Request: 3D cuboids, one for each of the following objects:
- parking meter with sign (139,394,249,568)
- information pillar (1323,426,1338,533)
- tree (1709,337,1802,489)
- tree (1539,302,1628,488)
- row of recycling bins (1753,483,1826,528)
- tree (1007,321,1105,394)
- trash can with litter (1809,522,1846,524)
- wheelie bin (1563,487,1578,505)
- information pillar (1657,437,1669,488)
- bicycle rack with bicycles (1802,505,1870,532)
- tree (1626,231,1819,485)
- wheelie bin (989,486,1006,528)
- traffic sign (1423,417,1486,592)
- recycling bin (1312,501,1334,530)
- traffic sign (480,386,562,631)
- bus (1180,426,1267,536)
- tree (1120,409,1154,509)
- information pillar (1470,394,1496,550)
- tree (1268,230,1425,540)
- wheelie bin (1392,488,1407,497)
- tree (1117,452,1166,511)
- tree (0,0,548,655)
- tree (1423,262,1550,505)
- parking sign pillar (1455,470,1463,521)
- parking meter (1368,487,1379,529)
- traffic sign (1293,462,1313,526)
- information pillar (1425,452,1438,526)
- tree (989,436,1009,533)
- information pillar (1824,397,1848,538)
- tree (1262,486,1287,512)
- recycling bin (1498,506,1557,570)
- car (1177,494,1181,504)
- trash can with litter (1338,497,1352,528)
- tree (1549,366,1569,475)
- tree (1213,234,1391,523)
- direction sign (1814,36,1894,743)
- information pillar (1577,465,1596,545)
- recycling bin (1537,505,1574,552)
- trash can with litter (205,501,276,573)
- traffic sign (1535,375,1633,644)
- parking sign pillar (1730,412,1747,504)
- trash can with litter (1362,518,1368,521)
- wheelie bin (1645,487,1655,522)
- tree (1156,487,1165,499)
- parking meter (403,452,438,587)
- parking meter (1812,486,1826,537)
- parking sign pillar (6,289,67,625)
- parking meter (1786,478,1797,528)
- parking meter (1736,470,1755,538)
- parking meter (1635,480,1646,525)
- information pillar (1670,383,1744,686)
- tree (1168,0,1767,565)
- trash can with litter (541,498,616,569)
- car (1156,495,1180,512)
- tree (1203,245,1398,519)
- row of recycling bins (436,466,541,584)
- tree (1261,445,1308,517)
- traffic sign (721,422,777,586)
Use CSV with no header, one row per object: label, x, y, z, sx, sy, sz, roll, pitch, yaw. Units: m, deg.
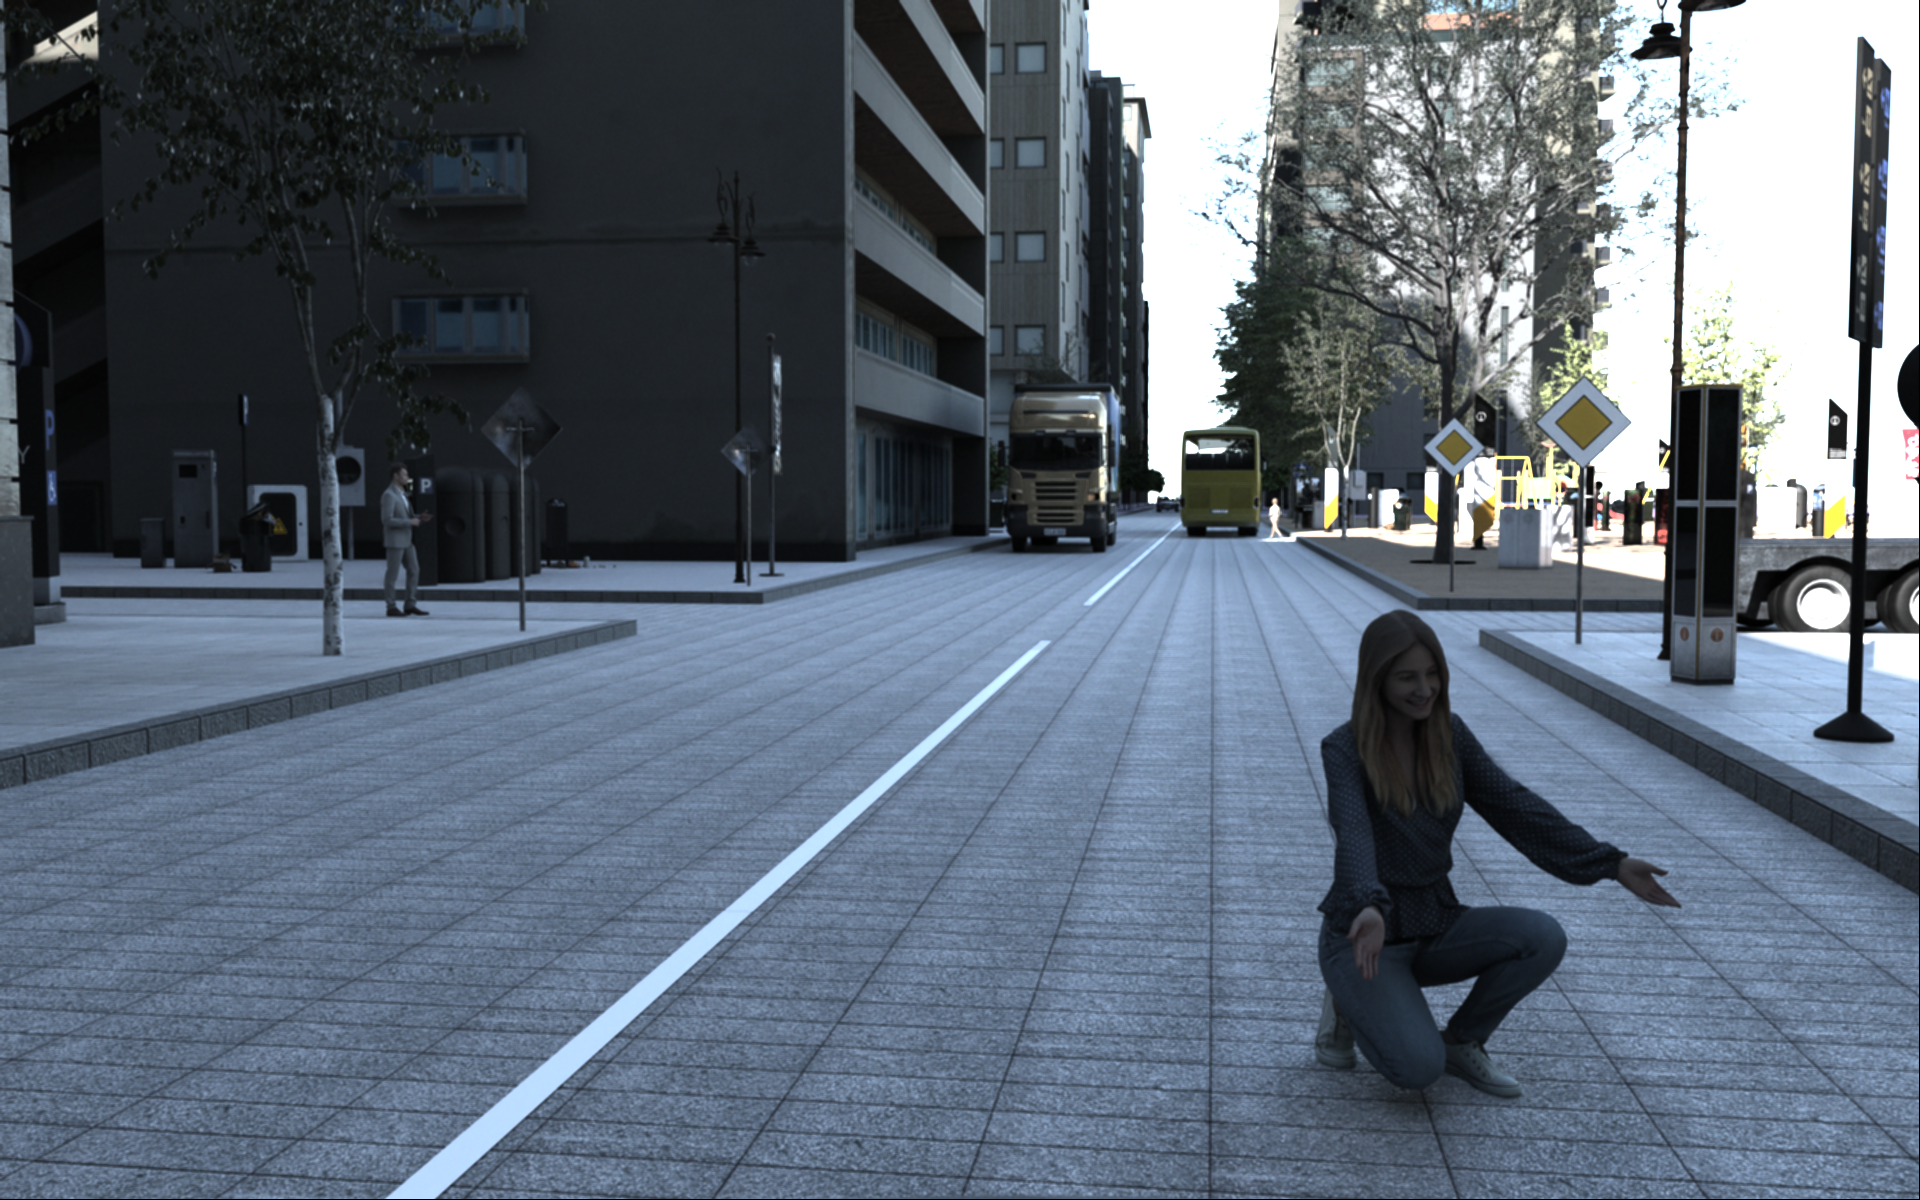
parking meter with sign,-13.318,-2.071,30.118,1.738,3.016,0.543,-1,4,-14
information pillar,12.225,-4.014,56.980,0.504,3.616,0.183,-2,4,-33
tree,37.378,-8.052,82.017,4.360,8.622,3.978,0,3,0
tree,24.324,-7.155,67.351,4.737,8.622,4.395,0,3,0
row of recycling bins,31.633,-3.627,66.410,3.534,1.692,1.069,2,4,33
tree,4.235,-7.594,74.519,4.360,8.622,3.978,0,3,0
trash can with litter,36.700,-3.783,72.910,2.233,1.210,1.678,-1,4,-11
wheelie bin,27.231,-4.225,76.981,0.693,1.594,0.980,-3,4,-38
information pillar,28.731,-4.855,70.740,0.504,3.616,0.183,2,4,26
bicycle rack with bicycles,30.363,-2.752,58.378,2.852,0.926,2.925,-1,4,-13
tree,21.338,-5.992,48.329,4.737,8.622,4.395,0,3,0
wheelie bin,1.262,-3.562,66.143,0.980,1.594,0.693,-1,4,-21
traffic sign,6.453,-1.164,22.679,0.795,2.450,0.064,1,4,8
recycling bin,13.077,-3.051,62.430,0.722,1.027,0.722,0,4,7
traffic sign,-4.095,-0.766,16.168,0.795,2.450,0.064,1,4,8
bus,9.469,-4.303,61.897,2.896,3.916,12.252,1,4,10
tree,14.870,-12.221,150.172,4.360,8.622,3.978,0,3,0
information pillar,12.052,-2.967,39.863,0.504,3.616,0.183,0,4,7
tree,10.751,-5.988,48.265,4.360,8.622,3.978,0,3,0
wheelie bin,21.563,-4.730,85.248,0.693,1.594,0.980,-3,5,-45
tree,12.674,-9.188,133.936,4.285,4.588,4.351,0,3,0
tree,-5.071,-3.852,13.344,4.360,8.622,3.978,0,3,0
tree,15.466,-6.368,54.472,4.360,8.622,3.978,0,3,0
parking sign pillar,24.308,-5.875,84.531,1.447,3.967,1.447,0,4,-4
parking meter,15.268,-3.396,63.941,0.372,1.533,0.369,0,3,0
traffic sign,13.575,-4.189,68.592,0.768,2.556,0.104,1,4,15
information pillar,18.895,-4.768,69.307,0.504,3.616,0.183,3,4,38
tree,1.047,-3.864,57.781,1.663,3.219,1.824,0,3,0
information pillar,21.262,-3.100,42.044,0.504,3.616,0.183,0,4,-4
tree,22.747,-7.940,124.413,1.663,3.219,1.824,0,3,0
recycling bin,9.751,-1.058,29.846,0.722,1.027,0.722,3,4,38
car,27.681,-12.553,215.469,2.015,1.641,3.980,0,4,8
trash can with litter,14.643,-3.347,66.105,0.624,1.170,1.055,1,4,13
tree,31.359,-8.729,93.073,4.360,8.622,3.978,0,3,0
tree,14.961,-9.676,76.335,7.486,12.596,7.792,0,3,0
direction sign,4.701,-1.040,9.006,0.379,3.537,0.876,3,4,36
information pillar,15.698,-2.380,43.398,0.304,2.012,0.304,-1,4,-9
recycling bin,13.218,-1.586,38.484,0.722,1.027,0.722,2,4,24
trash can with litter,-11.796,-1.040,28.394,1.055,1.170,0.624,-2,4,-29
traffic sign,5.296,-0.681,14.778,0.795,2.450,0.064,1,4,8
parking sign pillar,23.513,-3.976,53.473,1.447,3.967,1.447,1,4,11
trash can with litter,20.082,-4.405,83.072,2.233,1.210,1.678,-2,4,-25
wheelie bin,31.701,-4.422,80.206,0.980,1.594,0.693,0,4,-1
tree,28.477,-15.514,248.261,1.663,3.219,1.824,0,3,0
parking meter,-7.521,-1.126,24.129,0.255,1.863,0.399,3,4,37
parking meter,25.656,-2.648,51.703,0.372,1.533,0.369,0,3,0
parking sign pillar,-9.692,-1.751,17.097,1.447,3.967,1.447,-1,4,-14
parking meter,30.172,-3.498,62.897,0.255,1.863,0.399,0,4,3
parking meter,18.751,-2.181,41.368,0.399,1.863,0.255,-2,4,-28
parking meter,28.414,-4.080,72.415,0.399,1.863,0.255,3,5,41
information pillar,5.043,-0.441,11.709,0.304,2.012,0.304,-1,4,-13
tree,9.074,-7.413,31.574,12.009,13.543,11.850,0,3,0
trash can with litter,-7.251,-1.187,30.464,2.233,1.210,1.678,3,4,38
car,16.693,-7.728,138.935,1.945,1.354,3.894,1,4,9
tree,17.405,-11.179,89.435,9.857,13.997,8.962,0,3,0
row of recycling bins,-7.207,-1.183,26.462,1.069,1.692,3.534,0,4,3
tree,18.136,-6.998,98.129,4.285,4.588,4.351,0,3,0
traffic sign,-2.939,-1.249,24.069,0.795,2.450,0.064,1,4,8
